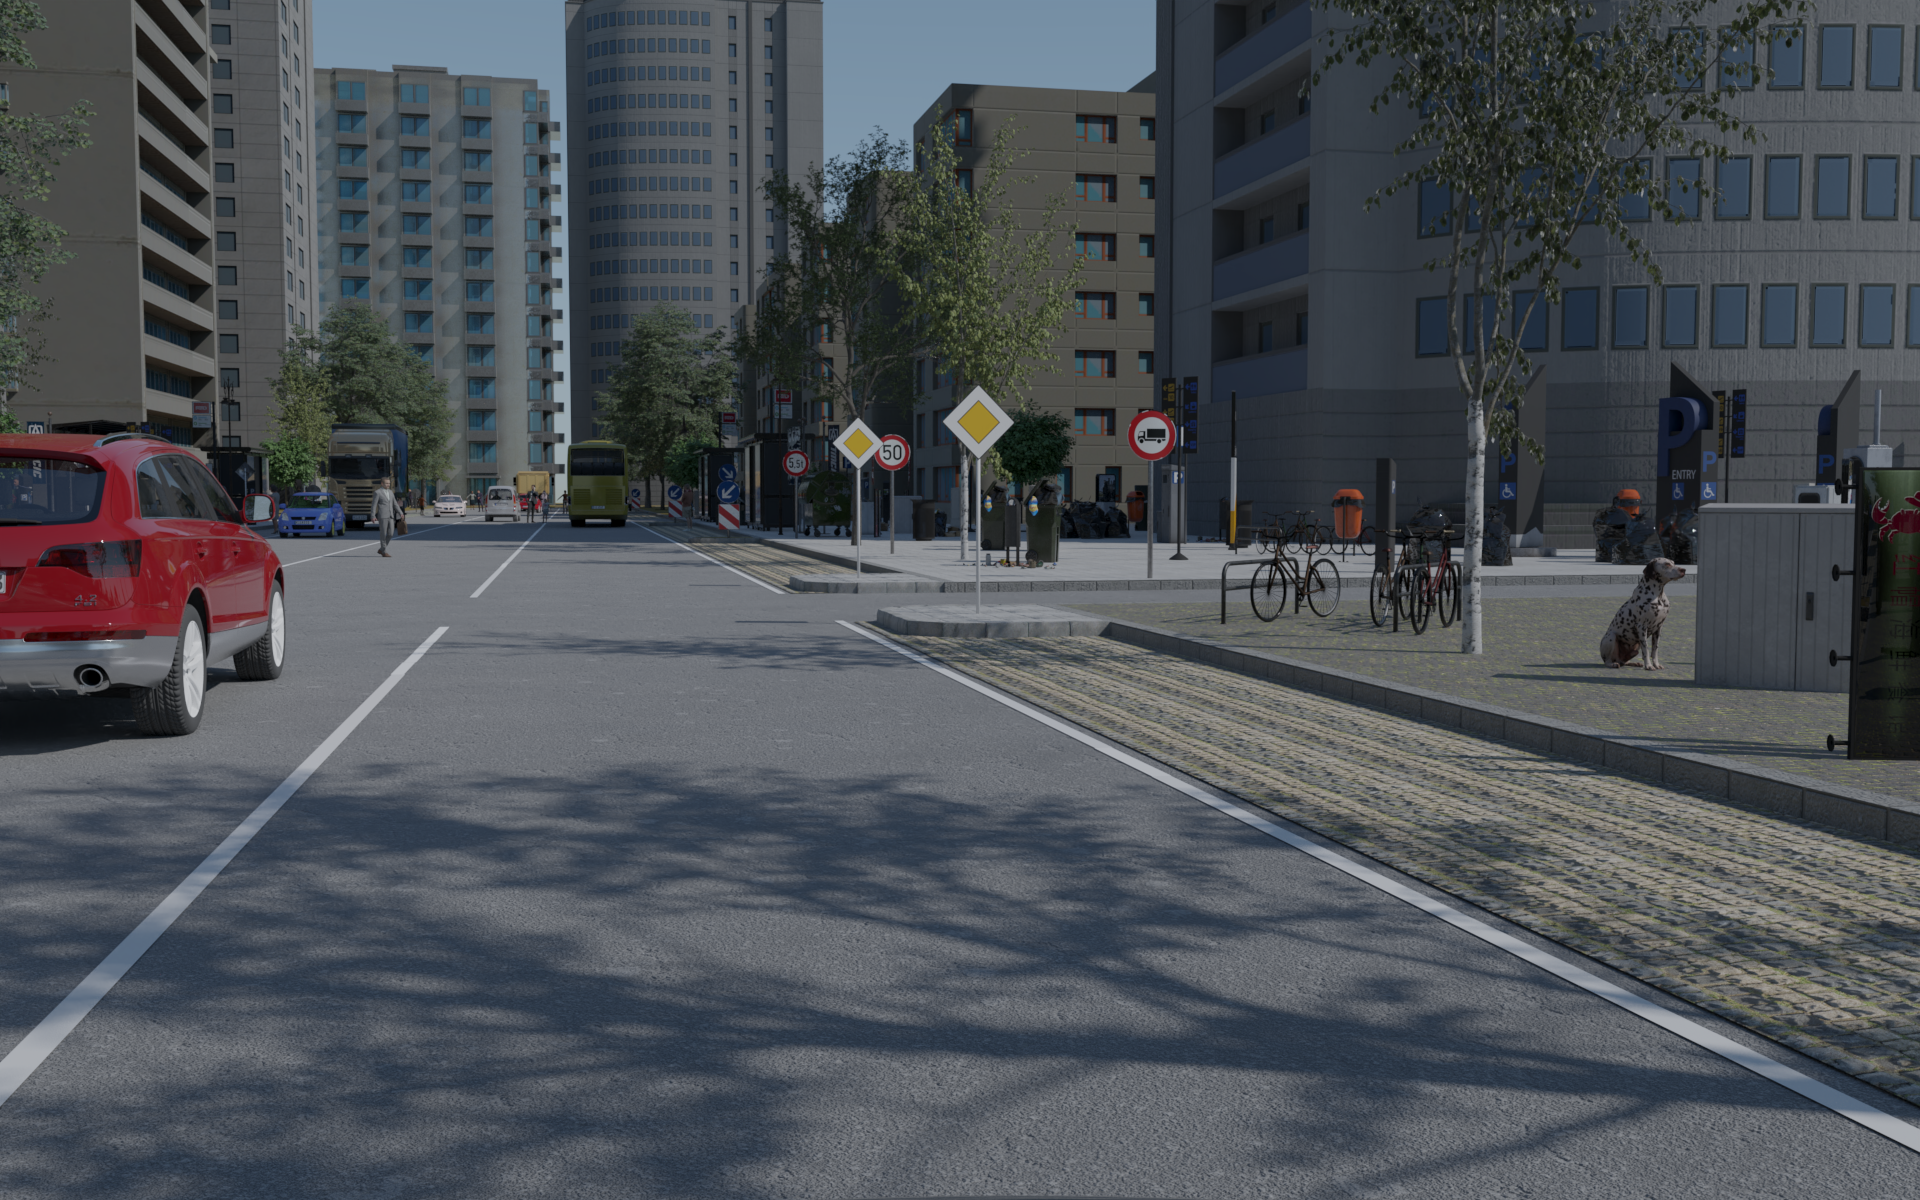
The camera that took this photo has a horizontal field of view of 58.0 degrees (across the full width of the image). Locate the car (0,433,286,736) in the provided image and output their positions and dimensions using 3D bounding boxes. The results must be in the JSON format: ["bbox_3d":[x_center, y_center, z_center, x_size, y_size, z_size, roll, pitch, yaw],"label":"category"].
[{"bbox_3d":[-5.890,-0.178,11.580,2.281,1.827,5.304,-1,4,-13],"label":"car"}]

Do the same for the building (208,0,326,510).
[{"bbox_3d":[-66.509,-43.295,146.124,20.611,71.187,20.563,-1,4,-13],"label":"building"}]

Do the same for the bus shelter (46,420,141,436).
[{"bbox_3d":[-28.483,-4.047,57.457,1.731,3.624,6.357,-1,4,-12],"label":"bus shelter"}]

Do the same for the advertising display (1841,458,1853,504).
[{"bbox_3d":[16.217,-1.620,31.693,0.123,1.923,0.974,2,4,31],"label":"advertising display"}]

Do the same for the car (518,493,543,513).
[{"bbox_3d":[-32.856,-7.510,131.828,2.155,1.783,4.494,-1,4,-11],"label":"car"}]

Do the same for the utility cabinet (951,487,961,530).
[{"bbox_3d":[-0.103,-2.917,56.380,0.318,1.500,1.173,0,4,6],"label":"utility cabinet"}]

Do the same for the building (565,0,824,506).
[{"bbox_3d":[-31.250,-40.370,202.056,28.212,58.520,21.231,-1,4,-13],"label":"building"}]

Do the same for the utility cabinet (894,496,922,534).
[{"bbox_3d":[-1.752,-2.761,56.299,1.020,1.237,0.306,-1,4,-9],"label":"utility cabinet"}]

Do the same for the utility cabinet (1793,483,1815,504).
[{"bbox_3d":[17.257,-1.639,35.477,0.318,1.500,1.173,2,4,31],"label":"utility cabinet"}]

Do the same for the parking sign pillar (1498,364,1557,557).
[{"bbox_3d":[11.595,-2.891,35.737,1.447,3.967,1.447,3,5,42],"label":"parking sign pillar"}]

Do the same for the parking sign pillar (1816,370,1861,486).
[{"bbox_3d":[18.910,-2.988,37.331,1.447,3.967,1.447,-3,5,-44],"label":"parking sign pillar"}]

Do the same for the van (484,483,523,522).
[{"bbox_3d":[-23.913,-5.113,90.604,2.013,2.044,4.112,-1,4,-11],"label":"van"}]

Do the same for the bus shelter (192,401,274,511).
[{"bbox_3d":[-32.702,-6.127,77.809,2.179,5.291,8.768,-1,4,-13],"label":"bus shelter"}]

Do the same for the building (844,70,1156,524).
[{"bbox_3d":[10.012,-14.996,90.219,27.650,21.520,28.899,-1,4,-13],"label":"building"}]

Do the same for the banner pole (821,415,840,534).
[{"bbox_3d":[-4.139,-3.979,55.066,0.863,3.779,0.401,2,4,34],"label":"banner pole"}]

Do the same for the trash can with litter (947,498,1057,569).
[{"bbox_3d":[0.968,-1.186,30.454,1.678,1.210,2.233,-1,4,-19],"label":"trash can with litter"}]

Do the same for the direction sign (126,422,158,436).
[{"bbox_3d":[-25.707,-3.810,54.286,0.876,3.537,0.379,1,4,16],"label":"direction sign"}]

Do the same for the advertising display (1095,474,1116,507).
[{"bbox_3d":[4.785,-3.202,57.565,0.123,1.923,0.974,-2,4,-25],"label":"advertising display"}]

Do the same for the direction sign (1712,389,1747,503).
[{"bbox_3d":[16.715,-2.797,37.730,0.379,3.537,0.876,-2,4,-27],"label":"direction sign"}]

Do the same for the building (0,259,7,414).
[{"bbox_3d":[-53.326,-39.033,76.448,20.563,71.187,20.611,-1,4,-13],"label":"building"}]

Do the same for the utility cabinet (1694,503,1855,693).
[{"bbox_3d":[5.446,-0.019,11.472,1.020,1.237,0.306,3,4,36],"label":"utility cabinet"}]

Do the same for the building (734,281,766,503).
[{"bbox_3d":[-5.073,-19.011,155.862,27.650,21.520,28.899,-1,4,-13],"label":"building"}]

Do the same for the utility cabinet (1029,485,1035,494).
[{"bbox_3d":[1.782,-1.861,39.108,0.318,1.500,1.173,0,4,-8],"label":"utility cabinet"}]

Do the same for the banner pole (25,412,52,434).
[{"bbox_3d":[-27.814,-3.824,52.539,0.863,3.779,0.401,-2,4,-26],"label":"banner pole"}]

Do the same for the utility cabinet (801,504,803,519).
[{"bbox_3d":[-8.287,-4.907,88.901,1.173,1.500,0.318,3,5,41],"label":"utility cabinet"}]

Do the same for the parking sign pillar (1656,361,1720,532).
[{"bbox_3d":[14.530,-2.822,34.606,1.447,3.967,1.447,-1,4,-16],"label":"parking sign pillar"}]

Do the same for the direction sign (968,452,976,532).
[{"bbox_3d":[0.353,-4.055,58.302,0.379,3.537,0.876,0,4,-4],"label":"direction sign"}]

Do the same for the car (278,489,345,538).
[{"bbox_3d":[-21.698,-2.961,58.000,1.945,1.707,3.694,-1,4,-12],"label":"car"}]

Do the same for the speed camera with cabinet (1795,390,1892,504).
[{"bbox_3d":[17.088,-2.399,33.555,0.660,3.252,2.038,-1,4,-10],"label":"speed camera with cabinet"}]

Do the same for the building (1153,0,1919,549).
[{"bbox_3d":[21.949,-31.070,49.995,28.212,58.520,21.231,-1,4,-13],"label":"building"}]

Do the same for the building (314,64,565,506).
[{"bbox_3d":[-60.710,-35.288,196.560,30.456,49.044,23.786,-1,4,-13],"label":"building"}]

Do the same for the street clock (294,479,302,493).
[{"bbox_3d":[-32.790,-4.970,85.832,0.358,2.002,0.471,-3,4,-37],"label":"street clock"}]

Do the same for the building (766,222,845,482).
[{"bbox_3d":[1.361,-17.267,127.356,27.650,21.520,28.899,-1,4,-13],"label":"building"}]

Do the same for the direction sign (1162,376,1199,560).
[{"bbox_3d":[4.263,-2.547,33.643,0.876,3.537,0.379,3,5,45],"label":"direction sign"}]

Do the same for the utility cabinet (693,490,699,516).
[{"bbox_3d":[-14.938,-5.464,98.007,0.318,1.500,1.173,-1,4,-14],"label":"utility cabinet"}]

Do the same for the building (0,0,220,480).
[{"bbox_3d":[-57.428,-29.231,101.621,21.300,48.544,21.600,-1,4,-13],"label":"building"}]

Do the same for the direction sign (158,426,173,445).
[{"bbox_3d":[-26.652,-4.016,57.652,0.876,3.537,0.379,-1,4,-13],"label":"direction sign"}]

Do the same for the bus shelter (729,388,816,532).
[{"bbox_3d":[-6.890,-5.251,63.490,2.179,5.291,8.768,-1,4,-12],"label":"bus shelter"}]

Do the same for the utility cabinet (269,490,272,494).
[{"bbox_3d":[-37.499,-5.234,94.252,0.318,1.500,1.173,-1,4,-17],"label":"utility cabinet"}]

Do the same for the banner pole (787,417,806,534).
[{"bbox_3d":[-5.525,-4.162,58.061,0.401,3.779,0.863,-3,5,-44],"label":"banner pole"}]

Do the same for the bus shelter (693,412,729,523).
[{"bbox_3d":[-11.422,-6.389,82.086,2.179,5.291,8.768,-1,4,-13],"label":"bus shelter"}]

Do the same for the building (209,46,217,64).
[{"bbox_3d":[-67.807,-26.361,122.880,32.217,40.220,23.993,-1,4,-13],"label":"building"}]

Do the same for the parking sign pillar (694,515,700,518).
[{"bbox_3d":[-13.393,-6.328,91.935,1.447,3.967,1.447,0,4,7],"label":"parking sign pillar"}]

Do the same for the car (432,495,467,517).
[{"bbox_3d":[-31.893,-5.870,108.330,2.083,1.381,4.827,-1,4,-14],"label":"car"}]

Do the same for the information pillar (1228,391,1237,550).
[{"bbox_3d":[6.261,-2.952,39.628,0.183,3.616,0.504,1,4,13],"label":"information pillar"}]
